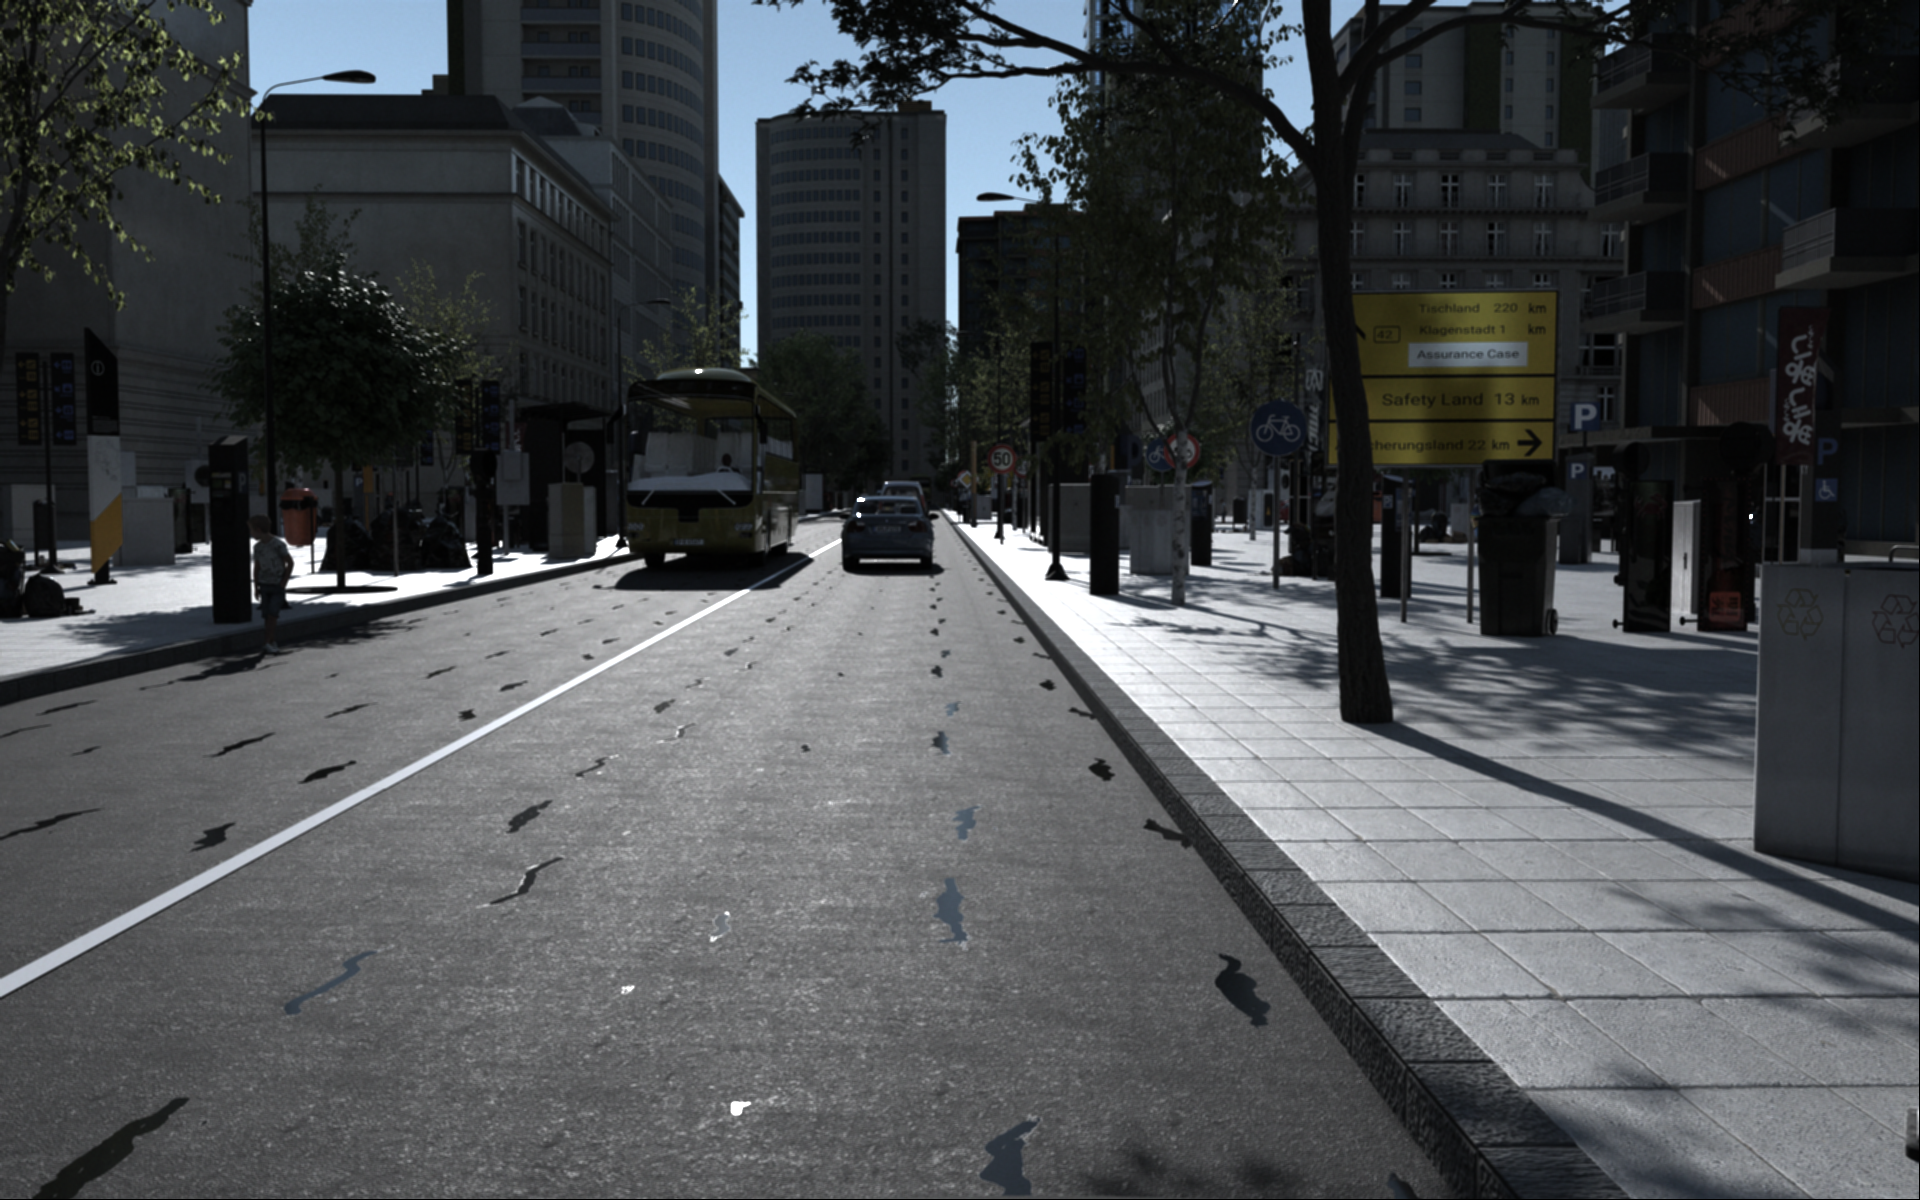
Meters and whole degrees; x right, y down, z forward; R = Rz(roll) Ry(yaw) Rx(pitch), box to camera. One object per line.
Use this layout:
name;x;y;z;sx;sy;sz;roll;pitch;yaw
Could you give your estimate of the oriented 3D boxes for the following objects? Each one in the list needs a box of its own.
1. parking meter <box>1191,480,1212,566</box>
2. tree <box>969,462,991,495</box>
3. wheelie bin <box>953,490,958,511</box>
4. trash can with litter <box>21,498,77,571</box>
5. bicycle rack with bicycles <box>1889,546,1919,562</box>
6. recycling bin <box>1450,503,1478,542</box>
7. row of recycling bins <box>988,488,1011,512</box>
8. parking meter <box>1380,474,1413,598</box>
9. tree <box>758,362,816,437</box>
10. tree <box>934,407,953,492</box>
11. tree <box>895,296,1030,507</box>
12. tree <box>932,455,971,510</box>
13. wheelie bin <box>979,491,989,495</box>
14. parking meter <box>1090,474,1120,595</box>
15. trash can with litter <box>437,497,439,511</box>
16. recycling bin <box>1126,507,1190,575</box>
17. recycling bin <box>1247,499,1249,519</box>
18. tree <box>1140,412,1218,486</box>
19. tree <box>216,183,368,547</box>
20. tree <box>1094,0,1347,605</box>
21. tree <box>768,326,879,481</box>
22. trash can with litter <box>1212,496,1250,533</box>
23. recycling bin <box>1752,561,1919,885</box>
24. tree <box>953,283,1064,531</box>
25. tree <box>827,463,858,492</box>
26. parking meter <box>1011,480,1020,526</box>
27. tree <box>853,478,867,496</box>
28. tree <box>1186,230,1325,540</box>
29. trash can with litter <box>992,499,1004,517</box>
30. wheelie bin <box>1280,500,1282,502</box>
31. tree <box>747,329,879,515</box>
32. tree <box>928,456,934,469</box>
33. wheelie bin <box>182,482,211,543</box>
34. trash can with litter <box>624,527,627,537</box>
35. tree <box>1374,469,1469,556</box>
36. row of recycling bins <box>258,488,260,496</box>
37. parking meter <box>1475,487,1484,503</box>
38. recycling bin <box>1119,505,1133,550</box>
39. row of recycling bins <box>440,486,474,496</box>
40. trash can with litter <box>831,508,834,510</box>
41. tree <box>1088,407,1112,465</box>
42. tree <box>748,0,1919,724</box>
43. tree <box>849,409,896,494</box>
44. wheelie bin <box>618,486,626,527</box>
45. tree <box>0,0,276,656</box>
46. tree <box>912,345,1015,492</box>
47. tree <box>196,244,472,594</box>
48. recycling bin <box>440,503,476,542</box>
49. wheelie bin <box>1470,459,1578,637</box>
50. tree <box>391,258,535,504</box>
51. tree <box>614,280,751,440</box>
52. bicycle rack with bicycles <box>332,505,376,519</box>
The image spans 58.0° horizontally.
parking meter;4.339;-1.390;31.132;0.372;1.533;0.369;0;3;0
tree;1.191;-6.722;104.504;1.663;3.219;1.824;0;3;0
wheelie bin;-0.206;-7.439;129.543;0.693;1.594;0.980;0;4;-1
trash can with litter;-15.835;-1.117;29.323;1.678;1.210;2.233;0;4;5
bicycle rack with bicycles;13.250;-0.529;22.035;2.852;0.926;2.925;-1;4;-11
recycling bin;13.657;-2.090;46.723;0.722;1.027;0.722;2;4;25
row of recycling bins;2.974;-7.043;122.260;1.069;1.692;3.534;-2;4;-26
parking meter;5.418;-0.800;21.493;0.372;1.533;0.369;0;3;0
tree;-10.148;-8.903;95.921;4.737;8.622;4.395;0;3;0
tree;0.927;-9.985;113.616;4.360;8.622;3.978;0;3;0
tree;0.517;-18.895;164.825;12.611;20.169;13.585;0;3;0
tree;-0.346;-9.722;142.661;4.285;4.588;4.351;0;3;0
wheelie bin;1.560;-6.657;116.752;0.693;1.594;0.980;1;4;18
parking meter;1.849;-0.840;22.140;0.372;1.533;0.369;0;3;0
trash can with litter;-23.561;-4.169;79.557;1.055;1.170;0.624;3;5;41
recycling bin;3.194;-0.927;27.716;0.722;1.027;0.722;-2;4;-25
recycling bin;14.943;-4.601;87.779;0.722;1.027;0.722;-1;4;-21
tree;8.627;-5.242;69.428;4.285;4.588;4.351;0;3;0
tree;-15.940;-5.590;41.756;4.737;8.622;4.395;0;3;0
tree;2.524;-4.262;20.046;4.737;8.622;4.395;0;3;0
tree;-10.823;-13.696;130.587;9.857;13.997;8.962;0;3;0
trash can with litter;8.946;-2.853;57.700;2.233;1.210;1.678;-2;4;-24
recycling bin;3.323;0.396;6.078;0.722;1.027;0.722;-2;4;-29
tree;1.898;-6.759;60.876;4.360;8.622;3.978;0;3;0
tree;-11.561;-11.376;169.712;4.285;4.588;4.351;0;3;0
parking meter;2.231;-3.912;69.670;0.255;1.863;0.399;-1;4;-13
tree;-11.719;-12.944;206.243;1.663;3.219;1.824;0;3;0
tree;8.163;-5.976;48.073;4.360;8.622;3.978;0;3;0
trash can with litter;3.093;-5.474;100.560;2.233;1.210;1.678;1;4;21
wheelie bin;15.831;-4.772;85.934;0.980;1.594;0.693;-1;4;-16
tree;-9.915;-11.142;107.924;9.928;11.665;9.643;0;3;0
tree;-1.623;-16.463;219.534;4.360;8.622;3.978;0;3;0
wheelie bin;-20.236;-2.326;45.940;0.693;1.594;0.980;3;5;41
trash can with litter;-9.582;-2.451;51.464;1.055;1.170;0.624;-1;4;-12
tree;9.754;-3.233;36.574;4.285;4.588;4.351;0;3;0
row of recycling bins;-36.063;-4.867;86.692;3.534;1.692;1.069;3;5;39
parking meter;19.296;-3.424;64.391;0.372;1.533;0.369;0;3;0
recycling bin;3.531;-1.694;40.244;0.722;1.027;0.722;3;5;41
row of recycling bins;-26.036;-5.042;89.542;1.069;1.692;3.534;0;4;3
trash can with litter;-10.811;-7.737;137.553;2.233;1.210;1.678;3;4;39
tree;10.799;-11.701;141.675;4.360;8.622;3.978;0;3;0
tree;2.020;-4.604;9.683;7.601;10.594;8.767;2;4;32
tree;-11.954;-18.937;227.739;7.486;12.596;7.792;0;3;0
wheelie bin;-13.253;-3.587;66.562;0.980;1.594;0.693;3;4;38
tree;-7.699;-3.873;13.690;4.360;8.622;3.978;0;3;0
tree;0.230;-11.994;121.857;9.928;11.665;9.643;0;3;0
tree;-8.279;-2.391;22.804;4.285;4.588;4.351;0;3;0
recycling bin;-13.518;-2.089;46.703;0.722;1.027;0.722;2;4;30
wheelie bin;5.096;-0.479;15.745;0.980;1.594;0.693;2;4;29
tree;-16.058;-6.314;53.600;4.360;8.622;3.978;0;3;0
tree;-9.166;-6.660;59.248;4.360;8.622;3.978;0;3;0
bicycle rack with bicycles;-28.056;-4.149;81.219;2.925;0.926;2.852;-1;4;-10
